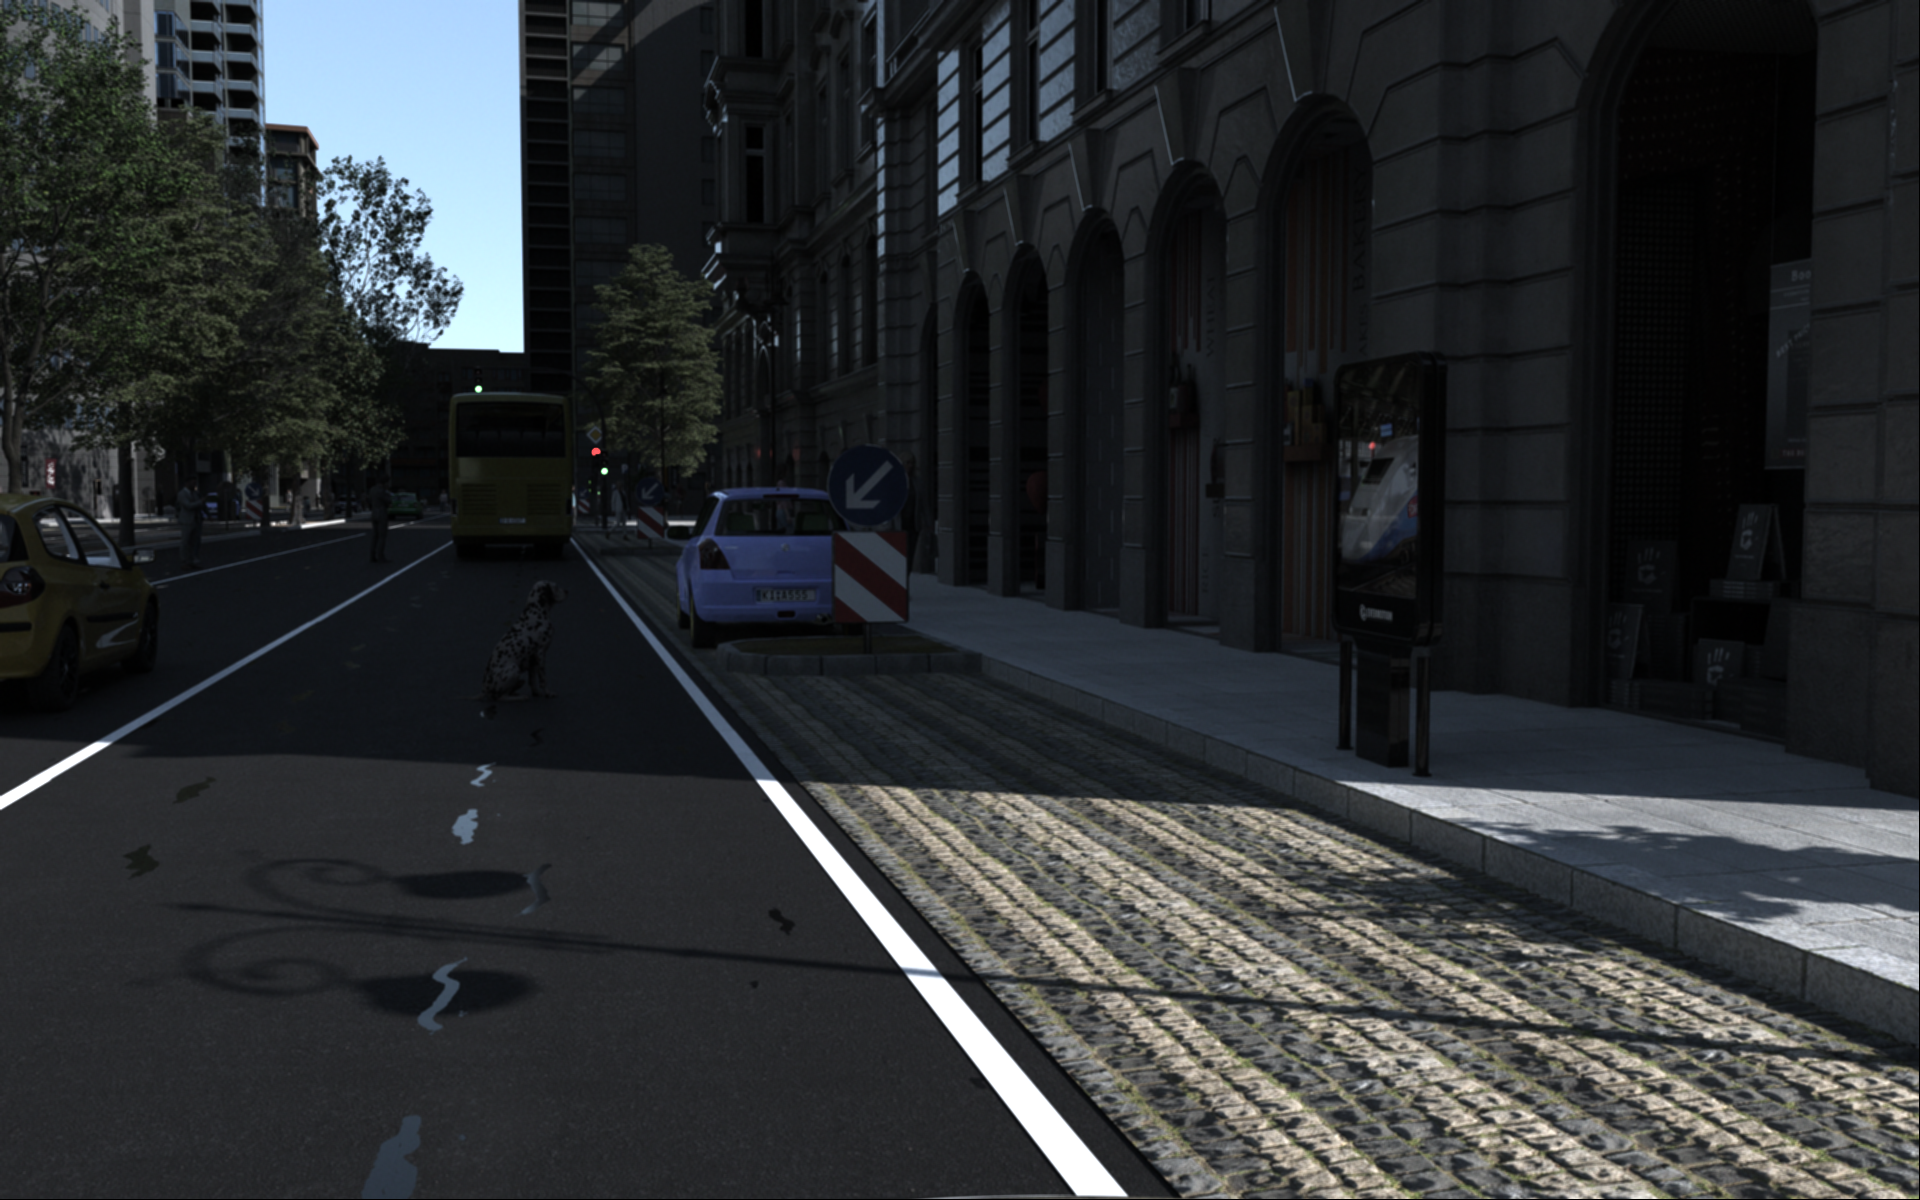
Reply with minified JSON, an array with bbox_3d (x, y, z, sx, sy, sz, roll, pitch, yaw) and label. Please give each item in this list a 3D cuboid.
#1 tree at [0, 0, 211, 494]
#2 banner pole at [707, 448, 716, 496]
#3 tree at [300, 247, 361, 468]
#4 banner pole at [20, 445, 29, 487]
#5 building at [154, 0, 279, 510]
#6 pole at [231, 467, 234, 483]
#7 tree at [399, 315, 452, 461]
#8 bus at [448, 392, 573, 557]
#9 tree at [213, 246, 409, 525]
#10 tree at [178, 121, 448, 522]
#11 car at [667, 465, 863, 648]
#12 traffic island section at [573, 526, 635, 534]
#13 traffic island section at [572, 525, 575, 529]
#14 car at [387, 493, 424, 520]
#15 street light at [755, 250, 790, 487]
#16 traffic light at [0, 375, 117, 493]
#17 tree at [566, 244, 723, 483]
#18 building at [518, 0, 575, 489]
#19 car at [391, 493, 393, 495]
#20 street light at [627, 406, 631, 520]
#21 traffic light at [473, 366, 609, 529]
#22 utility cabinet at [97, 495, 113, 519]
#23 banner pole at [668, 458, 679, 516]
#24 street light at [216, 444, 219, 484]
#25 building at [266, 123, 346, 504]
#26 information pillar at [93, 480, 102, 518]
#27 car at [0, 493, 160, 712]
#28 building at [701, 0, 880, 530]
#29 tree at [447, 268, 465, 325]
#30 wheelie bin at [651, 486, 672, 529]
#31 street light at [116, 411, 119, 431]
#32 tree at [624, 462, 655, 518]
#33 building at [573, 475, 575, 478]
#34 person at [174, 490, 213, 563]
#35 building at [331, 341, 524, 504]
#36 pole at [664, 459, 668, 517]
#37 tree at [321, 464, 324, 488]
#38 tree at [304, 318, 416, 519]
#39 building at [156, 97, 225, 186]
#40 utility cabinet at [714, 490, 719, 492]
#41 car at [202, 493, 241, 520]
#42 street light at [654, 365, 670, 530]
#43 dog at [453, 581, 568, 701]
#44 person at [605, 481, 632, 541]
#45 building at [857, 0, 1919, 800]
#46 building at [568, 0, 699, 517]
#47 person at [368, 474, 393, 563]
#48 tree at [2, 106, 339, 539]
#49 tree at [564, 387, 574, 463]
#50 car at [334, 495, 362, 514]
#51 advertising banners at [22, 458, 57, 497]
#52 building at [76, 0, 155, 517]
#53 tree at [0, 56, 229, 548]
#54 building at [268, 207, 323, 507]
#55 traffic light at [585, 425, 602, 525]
[{"bbox_3d":[-19.627,-6.579,35.774,9.928,11.665,9.643,0,3,0],"label":"tree"},{"bbox_3d":[-13.525,-6.369,94.148,0.401,3.779,0.863,-3,5,-43],"label":"banner pole"},{"bbox_3d":[-28.413,-9.159,70.327,7.486,12.596,7.792,0,3,0],"label":"tree"},{"bbox_3d":[-42.311,-5.388,78.109,0.863,3.779,0.401,1,4,20],"label":"banner pole"},{"bbox_3d":[-71.395,-51.124,148.553,22.319,86.520,31.000,-1,4,-14],"label":"building"},{"bbox_3d":[-53.833,-8.221,128.259,0.158,3.312,0.155,0,3,0],"label":"pole"},{"bbox_3d":[-37.776,-12.189,112.110,12.009,13.543,11.850,0,3,0],"label":"tree"},{"bbox_3d":[-11.069,-3.103,42.274,2.896,3.916,12.252,-1,4,-16],"label":"bus"},{"bbox_3d":[-30.289,-9.742,78.752,9.611,12.733,9.660,0,3,0],"label":"tree"},{"bbox_3d":[-33.937,-14.117,89.153,12.611,20.169,13.585,0,3,0],"label":"tree"},{"bbox_3d":[-1.955,-0.481,17.456,1.945,1.707,3.694,-1,4,-12],"label":"car"},{"bbox_3d":[-12.919,-2.494,63.051,2.009,0.180,2.903,-1,4,-14],"label":"traffic island section"},{"bbox_3d":[-14.824,-2.968,70.807,2.009,0.180,2.903,-1,4,-14],"label":"traffic island section"},{"bbox_3d":[-31.076,-5.396,97.014,1.959,1.807,4.718,-1,4,-15],"label":"car"},{"bbox_3d":[-3.557,-3.681,32.967,0.468,5.910,1.993,-1,4,-14],"label":"street light"},{"bbox_3d":[-34.472,-5.580,65.907,4.771,5.953,1.251,-1,4,-14],"label":"traffic light"},{"bbox_3d":[-14.086,-9.863,79.384,7.486,12.596,7.792,0,3,0],"label":"tree"},{"bbox_3d":[-48.771,-48.736,235.079,20.611,71.187,20.563,-1,4,-14],"label":"building"},{"bbox_3d":[-55.399,-9.673,167.738,1.945,1.707,3.694,-1,4,-13],"label":"car"},{"bbox_3d":[-16.436,-6.922,85.961,0.468,5.910,1.993,-1,4,-14],"label":"street light"},{"bbox_3d":[-14.971,-5.359,62.291,4.771,5.953,1.251,-1,4,-14],"label":"traffic light"},{"bbox_3d":[-44.011,-4.767,89.107,0.306,1.237,1.020,0,4,1],"label":"utility cabinet"},{"bbox_3d":[-17.023,-6.877,102.454,0.863,3.779,0.401,-1,4,-16],"label":"banner pole"},{"bbox_3d":[-52.930,-9.223,123.584,0.468,5.910,1.993,-1,4,-14],"label":"street light"},{"bbox_3d":[-86.468,-33.173,197.000,28.867,44.769,22.147,-1,4,-14],"label":"building"},{"bbox_3d":[-45.712,-5.342,91.831,0.304,2.012,0.304,3,4,37],"label":"information pillar"},{"bbox_3d":[-7.051,-0.146,12.603,2.015,1.641,3.980,-1,4,-14],"label":"car"},{"bbox_3d":[0.346,-13.959,47.313,14.460,24.649,34.723,-1,4,-14],"label":"building"},{"bbox_3d":[-42.178,-16.223,123.584,12.611,20.169,13.585,0,3,0],"label":"tree"},{"bbox_3d":[-11.121,-3.429,63.972,0.980,1.594,0.693,0,4,4],"label":"wheelie bin"},{"bbox_3d":[-45.749,-7.447,94.554,0.468,5.910,1.993,-1,4,-14],"label":"street light"},{"bbox_3d":[-17.220,-6.065,93.772,1.663,3.219,1.824,0,3,0],"label":"tree"},{"bbox_3d":[-29.306,-34.582,185.029,23.786,49.044,30.456,-1,4,-14],"label":"building"},{"bbox_3d":[-15.906,-1.653,35.876,0.721,1.781,0.623,2,4,30],"label":"person"},{"bbox_3d":[-73.670,-23.802,234.199,28.899,21.520,27.650,-1,4,-14],"label":"building"},{"bbox_3d":[-16.788,-6.426,98.916,0.158,3.312,0.155,0,3,0],"label":"pole"},{"bbox_3d":[-68.888,-14.431,186.314,4.360,8.622,3.978,0,3,0],"label":"tree"},{"bbox_3d":[-35.565,-10.550,100.699,9.928,11.665,9.643,0,3,0],"label":"tree"},{"bbox_3d":[-61.558,-21.628,125.317,14.160,30.474,14.107,-1,4,-14],"label":"building"},{"bbox_3d":[-12.236,-4.946,89.541,0.318,1.500,1.173,2,4,30],"label":"utility cabinet"},{"bbox_3d":[-40.541,-5.212,94.812,1.945,1.707,3.694,-1,4,-13],"label":"car"},{"bbox_3d":[-10.689,-5.474,62.280,0.468,5.910,1.993,-1,4,-14],"label":"street light"},{"bbox_3d":[-3.203,0.286,12.168,0.800,0.831,0.513,0,4,1],"label":"dog"},{"bbox_3d":[-10.472,-2.733,53.057,0.818,1.842,0.514,1,4,12],"label":"person"},{"bbox_3d":[7.061,-10.828,18.838,13.314,21.916,24.055,-1,4,-14],"label":"building"},{"bbox_3d":[-17.547,-26.072,109.870,14.154,41.232,14.086,-1,4,-14],"label":"building"},{"bbox_3d":[-12.156,-1.719,36.407,0.655,1.846,0.447,3,5,40],"label":"person"},{"bbox_3d":[-24.504,-8.673,54.638,12.009,13.543,11.850,0,3,0],"label":"tree"},{"bbox_3d":[-31.199,-13.676,149.357,9.928,11.665,9.643,0,3,0],"label":"tree"},{"bbox_3d":[-45.255,-7.059,127.998,1.945,1.354,3.894,-1,4,-14],"label":"car"},{"bbox_3d":[-45.036,-5.387,84.258,2.074,3.025,0.090,-2,4,-34],"label":"advertising banners"},{"bbox_3d":[-58.561,-33.837,95.227,21.231,58.520,28.212,-1,4,-14],"label":"building"},{"bbox_3d":[-21.933,-7.620,45.176,7.486,12.596,7.792,0,3,0],"label":"tree"},{"bbox_3d":[-72.677,-24.619,174.222,14.160,30.474,14.107,-1,4,-14],"label":"building"},{"bbox_3d":[-14.865,-5.001,70.683,0.839,4.253,0.868,-1,4,-14],"label":"traffic light"}]
